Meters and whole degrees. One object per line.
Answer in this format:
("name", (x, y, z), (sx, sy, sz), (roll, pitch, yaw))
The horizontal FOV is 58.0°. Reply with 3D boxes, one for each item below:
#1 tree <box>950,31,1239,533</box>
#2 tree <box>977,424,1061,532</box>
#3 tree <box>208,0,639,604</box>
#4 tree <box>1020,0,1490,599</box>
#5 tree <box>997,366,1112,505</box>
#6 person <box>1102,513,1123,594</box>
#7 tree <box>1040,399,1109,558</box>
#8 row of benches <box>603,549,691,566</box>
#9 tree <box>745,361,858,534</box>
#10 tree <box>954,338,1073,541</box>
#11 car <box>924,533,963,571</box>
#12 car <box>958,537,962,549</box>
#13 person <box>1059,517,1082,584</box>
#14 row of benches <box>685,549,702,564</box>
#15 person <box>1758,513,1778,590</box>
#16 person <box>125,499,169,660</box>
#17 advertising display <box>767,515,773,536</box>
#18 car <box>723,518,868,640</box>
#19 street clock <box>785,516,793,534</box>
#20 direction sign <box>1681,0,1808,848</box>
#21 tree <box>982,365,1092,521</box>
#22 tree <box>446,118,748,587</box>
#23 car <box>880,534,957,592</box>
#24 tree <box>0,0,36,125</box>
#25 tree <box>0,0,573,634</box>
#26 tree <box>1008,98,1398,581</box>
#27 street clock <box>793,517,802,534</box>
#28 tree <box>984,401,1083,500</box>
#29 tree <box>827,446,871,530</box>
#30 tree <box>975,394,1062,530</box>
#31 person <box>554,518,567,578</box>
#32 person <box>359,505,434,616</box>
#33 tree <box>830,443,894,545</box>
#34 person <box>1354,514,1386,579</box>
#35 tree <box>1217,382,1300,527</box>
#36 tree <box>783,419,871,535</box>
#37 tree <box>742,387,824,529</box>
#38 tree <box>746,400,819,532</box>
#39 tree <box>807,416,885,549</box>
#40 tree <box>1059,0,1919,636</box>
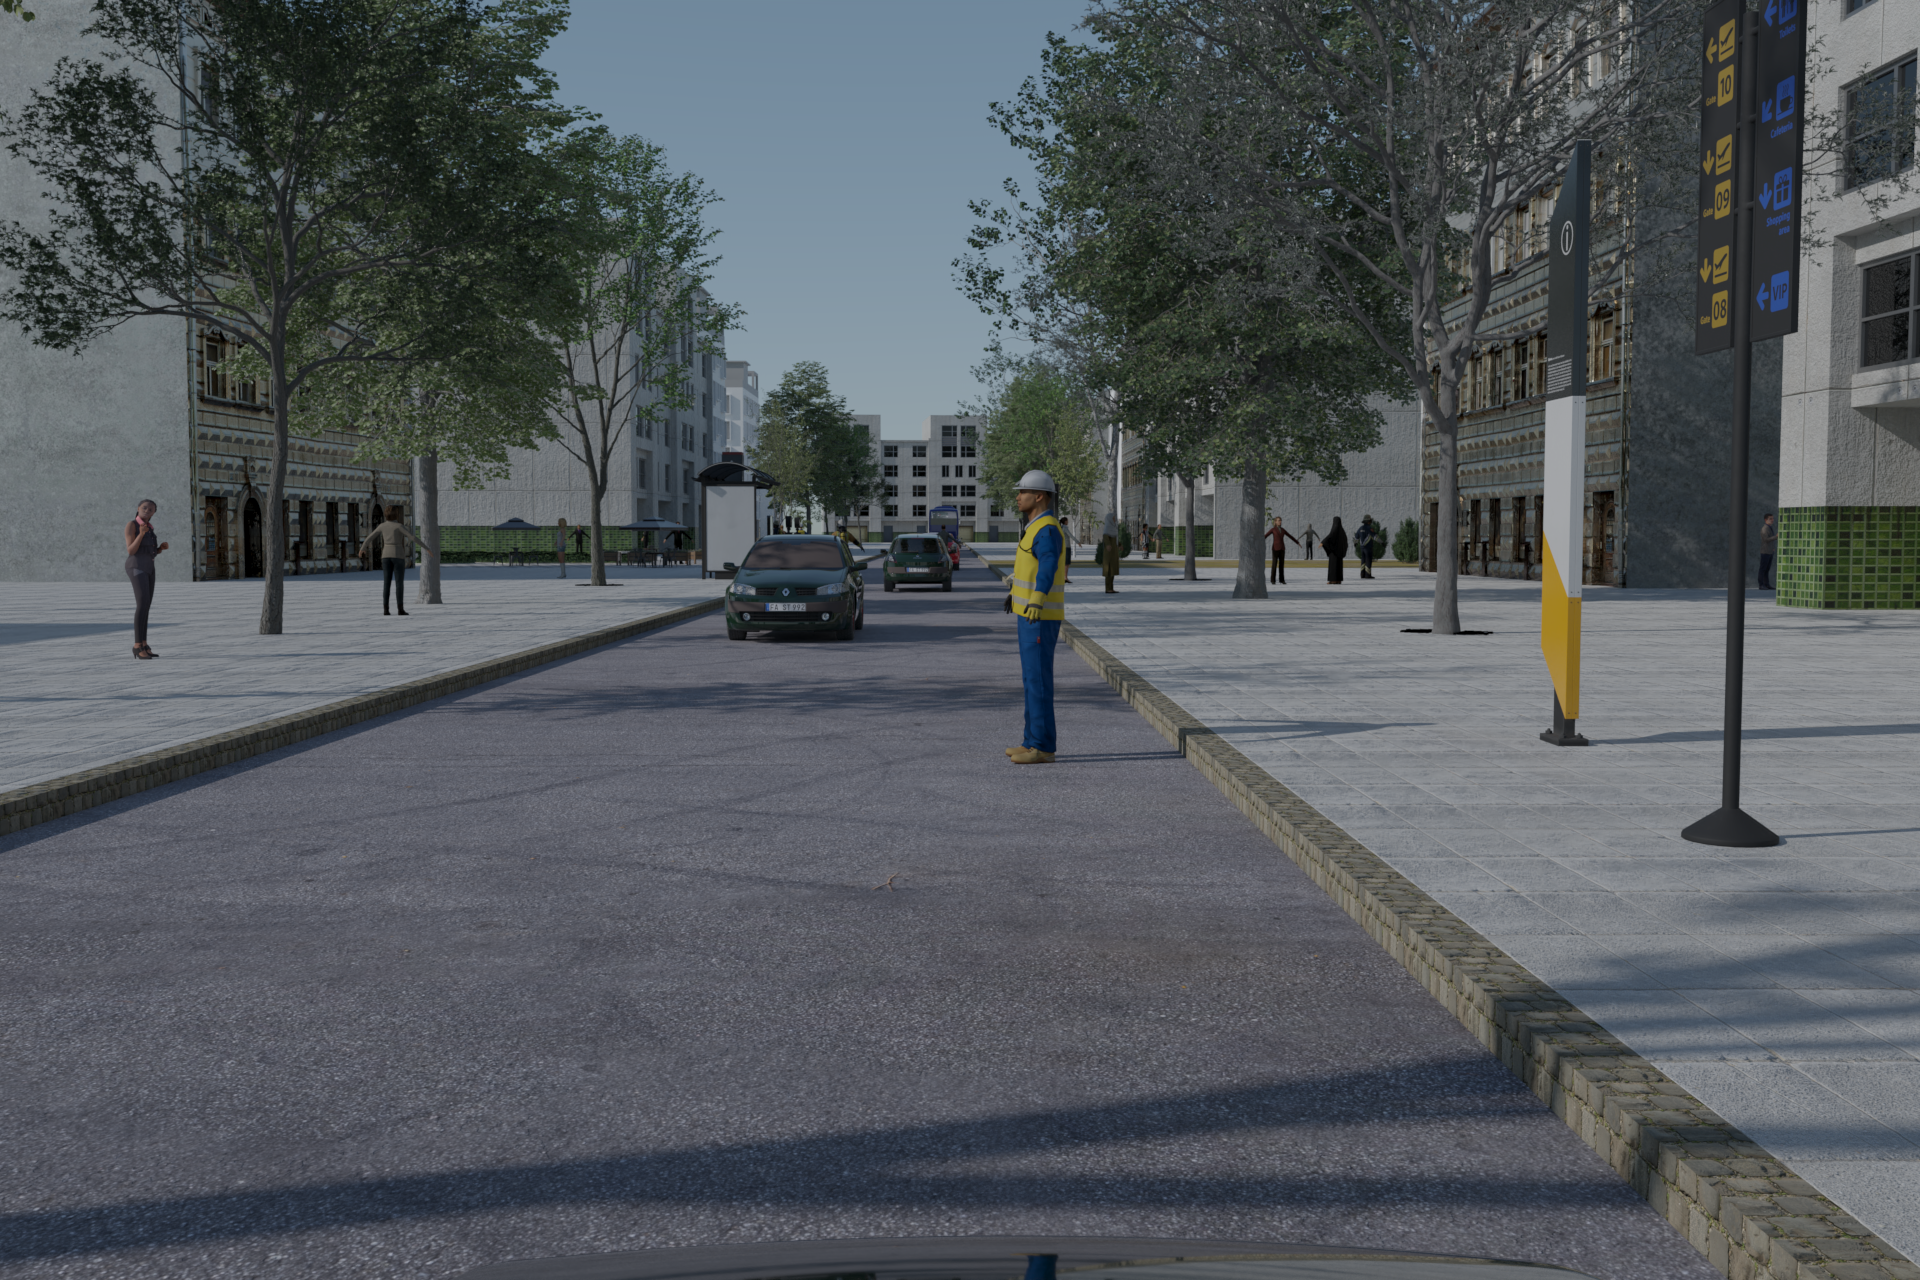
("tree", (5.540, -12.780, 64.837), (12.611, 20.169, 13.585), (0, 3, 0))
("tree", (5.225, -13.552, 147.331), (9.928, 11.665, 9.643), (0, 3, 0))
("tree", (-9.885, -6.959, 31.902), (7.486, 12.596, 7.792), (0, 3, 0))
("tree", (5.791, -7.804, 34.257), (9.857, 13.997, 8.962), (0, 3, 0))
("tree", (5.770, -10.975, 105.194), (9.928, 11.665, 9.643), (0, 3, 0))
("person", (3.333, -1.874, 37.420), (0.721, 1.736, 1.217), (1, 4, 18))
("tree", (6.272, -8.779, 93.896), (4.737, 8.622, 4.395), (0, 3, 0))
("row of benches", (-12.943, -3.391, 70.911), (4.104, 0.672, 1.422), (0, 4, 1))
("tree", (-10.336, -11.960, 113.679), (7.486, 12.596, 7.792), (0, 3, 0))
("tree", (5.470, -19.040, 167.194), (12.611, 20.169, 13.585), (0, 3, 0))
("car", (-0.931, -3.684, 69.281), (2.155, 1.783, 4.494), (0, 4, -1))
("car", (-0.750, -9.860, 170.996), (2.009, 1.686, 4.222), (0, 4, -2))
("person", (2.792, -2.338, 45.055), (0.721, 1.735, 1.217), (-2, 4, -30))
("row of benches", (-10.297, -3.687, 75.741), (1.422, 0.672, 4.104), (3, 4, 38))
("person", (18.682, -2.029, 39.742), (0.617, 1.759, 0.750), (-2, 4, -34))
("person", (-8.385, -0.634, 17.883), (0.415, 1.643, 0.593), (-3, 5, -40))
("advertising display", (-6.568, -3.350, 59.979), (0.123, 1.923, 0.974), (0, 3, 0))
("car", (-2.290, -0.906, 24.601), (2.009, 1.686, 4.222), (0, 4, 0))
("street clock", (-6.775, -3.917, 68.609), (0.358, 2.002, 0.471), (0, 4, 1))
("direction sign", (3.228, -0.927, 7.156), (0.379, 3.537, 0.876), (0, 3, 0))
("tree", (4.898, -12.131, 116.476), (7.486, 12.596, 7.792), (0, 3, 0))
("tree", (-8.978, -7.150, 42.652), (9.928, 11.665, 9.643), (0, 3, 0))
("car", (-1.065, -2.112, 44.323), (2.009, 1.686, 4.222), (0, 4, -1))
("tree", (-9.040, -3.819, 12.799), (4.737, 8.622, 4.395), (0, 3, 0))
("tree", (-8.500, -5.355, 21.968), (7.601, 10.594, 8.767), (-1, 4, -19))
("tree", (6.267, -8.379, 47.371), (12.009, 13.543, 11.850), (0, 3, 0))
("street clock", (-6.967, -4.261, 74.239), (0.358, 2.002, 0.471), (0, 4, 1))
("tree", (5.602, -12.408, 128.622), (9.928, 11.665, 9.643), (0, 3, 0))
("tree", (-9.834, -11.645, 140.752), (4.360, 8.622, 3.978), (0, 3, 0))
("tree", (5.066, -13.511, 139.029), (7.486, 12.596, 7.792), (0, 3, 0))
("person", (-11.627, -2.666, 50.208), (0.721, 1.753, 1.214), (-1, 4, -21))
("person", (-8.914, -1.259, 27.346), (1.215, 1.744, 0.721), (0, 4, 6))
("tree", (-9.736, -14.117, 165.218), (7.601, 10.594, 8.767), (2, 4, 32))
("person", (11.706, -2.683, 49.728), (0.704, 1.845, 1.351), (-2, 4, -26))
("tree", (13.271, -7.789, 77.714), (4.737, 8.622, 4.395), (0, 3, 0))
("tree", (-10.307, -12.012, 130.809), (7.601, 10.594, 8.767), (0, 4, -6))
("tree", (-9.187, -8.373, 87.260), (4.360, 8.622, 3.978), (0, 3, 0))
("tree", (-9.397, -8.751, 93.440), (4.737, 8.622, 4.395), (0, 3, 0))
("tree", (-10.040, -13.769, 150.878), (9.928, 11.665, 9.643), (0, 3, 0))
("tree", (6.171, -6.814, 21.779), (12.009, 13.543, 11.850), (0, 3, 0))
